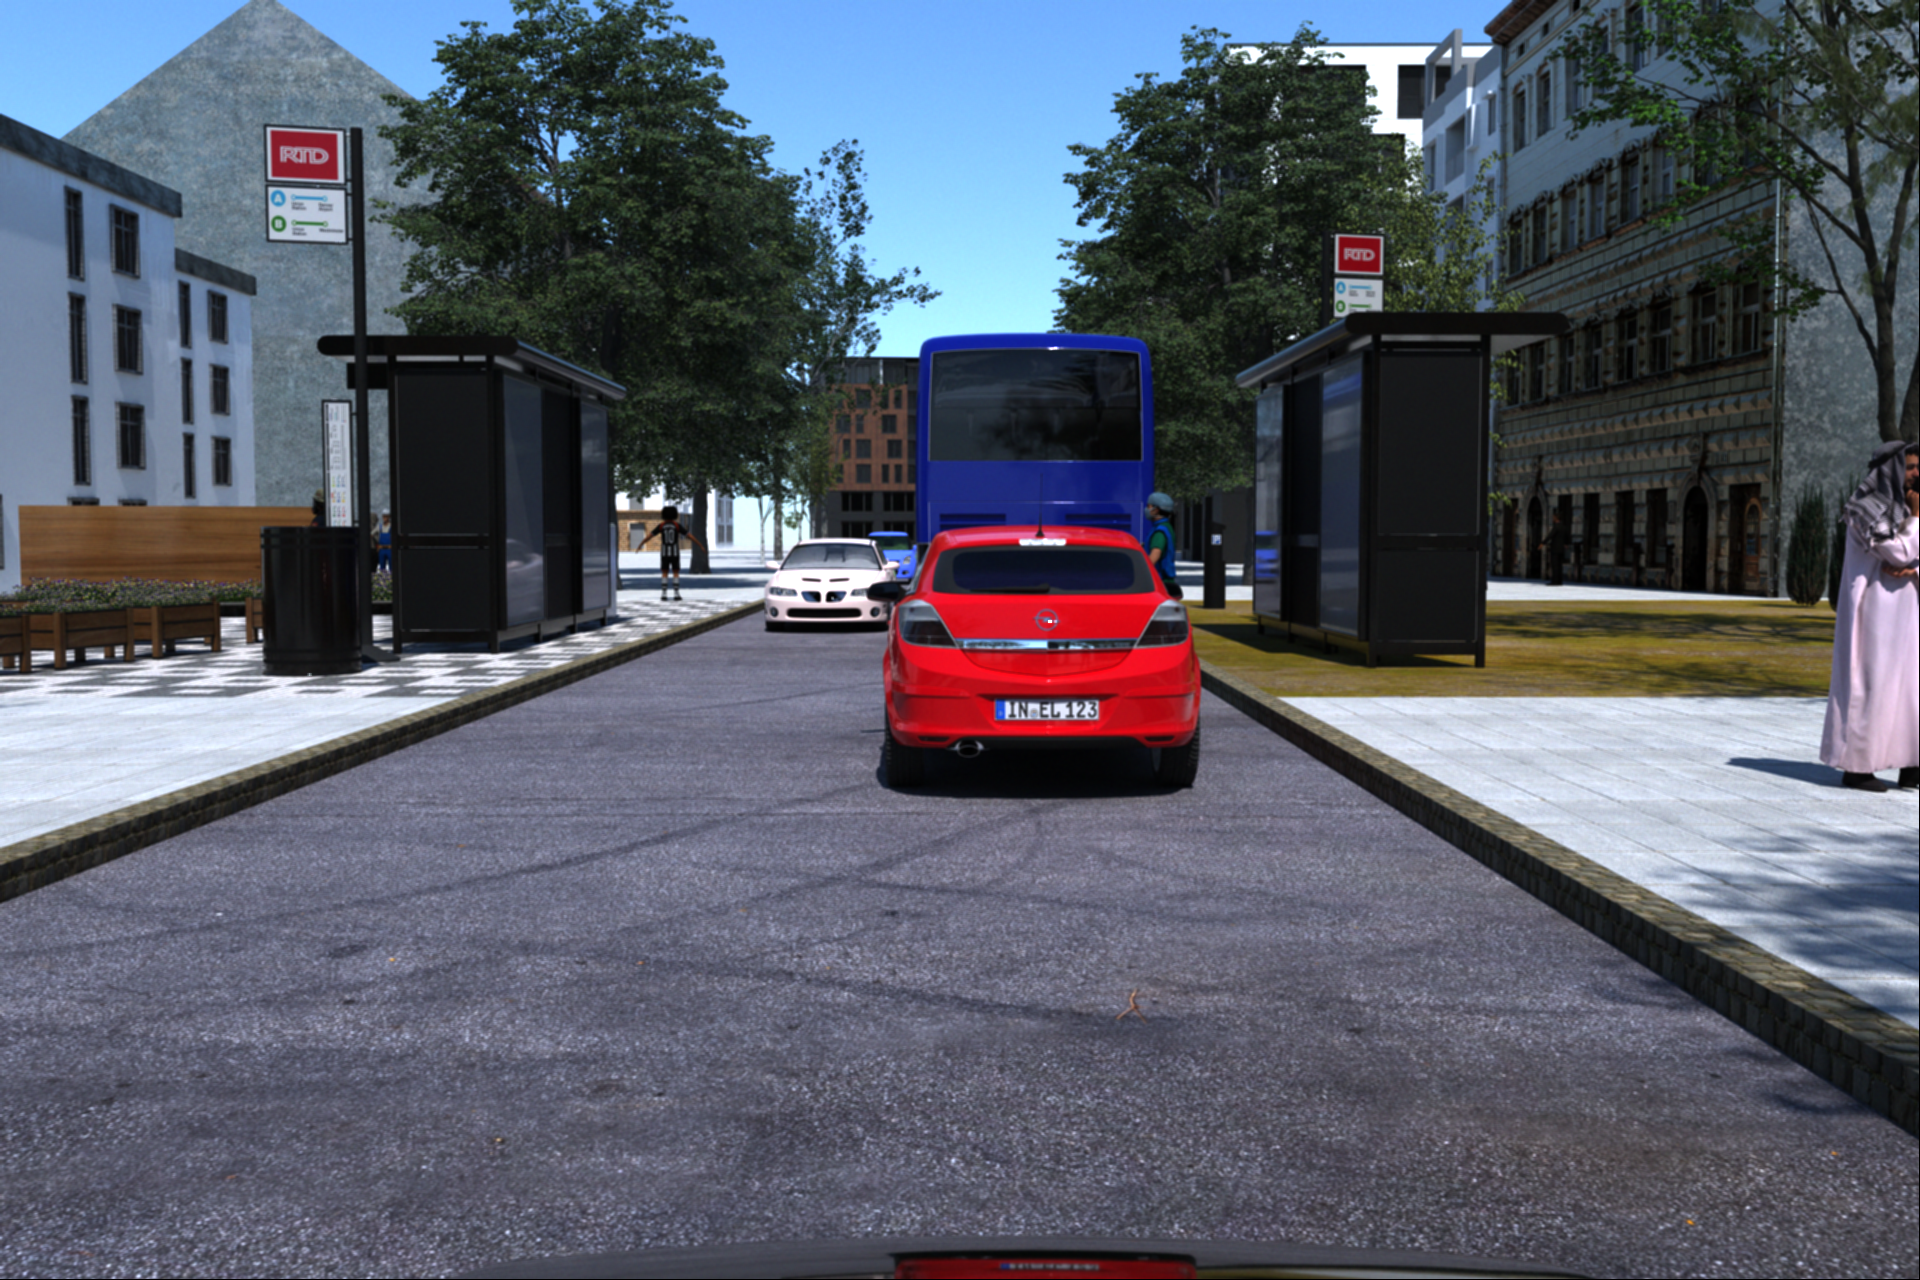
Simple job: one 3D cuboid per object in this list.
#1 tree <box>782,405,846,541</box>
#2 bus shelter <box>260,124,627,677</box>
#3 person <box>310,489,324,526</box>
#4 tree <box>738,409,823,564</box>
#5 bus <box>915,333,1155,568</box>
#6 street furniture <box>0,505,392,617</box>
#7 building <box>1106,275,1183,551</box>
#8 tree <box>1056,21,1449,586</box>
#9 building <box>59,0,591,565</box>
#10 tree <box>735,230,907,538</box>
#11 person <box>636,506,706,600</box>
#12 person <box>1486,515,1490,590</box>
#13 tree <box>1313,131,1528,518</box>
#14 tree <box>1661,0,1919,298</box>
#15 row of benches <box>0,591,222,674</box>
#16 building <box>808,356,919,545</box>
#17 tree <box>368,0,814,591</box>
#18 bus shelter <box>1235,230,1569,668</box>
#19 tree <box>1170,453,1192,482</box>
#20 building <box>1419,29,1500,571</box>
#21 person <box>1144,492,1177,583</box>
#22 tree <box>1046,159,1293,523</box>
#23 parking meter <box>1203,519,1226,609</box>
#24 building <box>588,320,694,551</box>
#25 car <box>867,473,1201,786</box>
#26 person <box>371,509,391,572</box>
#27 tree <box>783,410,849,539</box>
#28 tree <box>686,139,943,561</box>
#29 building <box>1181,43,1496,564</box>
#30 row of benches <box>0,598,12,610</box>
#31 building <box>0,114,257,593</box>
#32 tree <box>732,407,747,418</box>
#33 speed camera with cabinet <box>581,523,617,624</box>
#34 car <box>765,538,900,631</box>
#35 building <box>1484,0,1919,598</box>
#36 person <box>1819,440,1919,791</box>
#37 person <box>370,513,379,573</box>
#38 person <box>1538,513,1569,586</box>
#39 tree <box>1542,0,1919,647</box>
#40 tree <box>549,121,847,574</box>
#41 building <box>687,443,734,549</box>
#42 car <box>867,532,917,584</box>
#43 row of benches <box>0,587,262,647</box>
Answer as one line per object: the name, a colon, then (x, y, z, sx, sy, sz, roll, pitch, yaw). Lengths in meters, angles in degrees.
tree: (-8.774, -8.715, 92.857, 4.360, 8.622, 3.978, 0, 3, 0)
bus shelter: (-5.726, -2.577, 19.772, 2.179, 5.291, 8.768, 0, 3, 0)
person: (-8.075, -0.990, 21.963, 0.705, 1.856, 1.354, 1, 4, 14)
tree: (-8.534, -7.504, 73.045, 4.360, 8.622, 3.978, 0, 3, 0)
bus: (0.739, -2.002, 24.286, 2.896, 3.916, 12.251, 0, 4, -1)
street furniture: (-11.682, -1.349, 28.911, 11.010, 1.723, 9.812, -1, 4, -18)
building: (25.749, -18.350, 143.997, 27.936, 21.610, 32.646, 0, 4, 0)
tree: (7.196, -8.303, 42.417, 9.857, 13.997, 8.962, 0, 3, 0)
building: (-28.277, -15.224, 79.845, 19.493, 23.208, 18.063, 0, 4, 0)
tree: (-9.593, -15.572, 110.493, 12.611, 20.169, 13.585, 0, 3, 0)
person: (-5.607, -1.676, 33.544, 1.345, 1.843, 0.704, 0, 4, -3)
person: (11.450, -1.927, 38.235, 0.721, 1.740, 1.216, 1, 4, 18)
tree: (8.585, -4.965, 31.547, 4.737, 8.622, 4.395, 0, 3, 0)
tree: (7.422, -3.759, 11.816, 4.360, 8.622, 3.978, 0, 3, 0)
row of benches: (-8.649, -0.090, 16.936, 1.422, 0.672, 4.104, 1, 4, 11)
building: (-1.575, -22.225, 209.816, 32.646, 21.610, 27.936, 0, 4, -7)
tree: (-8.137, -8.097, 39.034, 9.857, 13.997, 8.962, 0, 3, 0)
bus shelter: (4.640, -2.633, 20.681, 2.179, 5.291, 8.768, 0, 4, -1)
tree: (6.508, -8.376, 71.361, 8.767, 10.594, 7.601, 0, 4, 3)
building: (23.079, -12.848, 66.481, 16.016, 20.090, 11.380, 0, 4, 0)
person: (1.811, -0.456, 16.044, 0.704, 1.817, 1.347, 1, 4, 16)
tree: (7.024, -9.403, 60.390, 9.857, 13.997, 8.962, 0, 3, 0)
parking meter: (4.383, -1.308, 29.801, 0.372, 1.533, 0.369, 0, 3, 0)
building: (-27.321, -16.879, 132.385, 16.016, 20.090, 11.380, 0, 4, 1)
car: (0.445, -0.139, 11.319, 2.155, 1.783, 4.494, 0, 4, 0)
person: (-12.876, -2.021, 38.895, 1.347, 1.847, 0.705, 0, 4, 1)
tree: (-8.425, -9.106, 99.249, 4.737, 8.622, 4.395, 0, 3, 0)
tree: (-7.548, -13.867, 82.609, 12.611, 20.169, 13.585, 0, 3, 0)
building: (25.083, -14.971, 88.757, 27.936, 21.610, 32.646, 0, 4, 0)
row of benches: (-10.510, -0.055, 16.360, 1.422, 0.672, 4.104, 1, 4, 9)
building: (-23.690, -6.154, 42.764, 9.099, 9.664, 28.070, 0, 4, 0)
tree: (-29.299, -21.425, 206.193, 12.611, 20.169, 13.585, 0, 3, 0)
speed camera with cabinet: (-5.549, -1.905, 25.490, 0.660, 3.252, 2.038, 0, 4, 0)
car: (-1.959, -0.908, 27.208, 2.083, 1.381, 4.827, 0, 3, 0)
building: (25.458, -12.973, 43.044, 19.493, 23.208, 18.063, 0, 4, 0)
person: (4.645, -0.118, 8.641, 0.621, 1.740, 0.551, 3, 5, 41)
person: (-14.620, -2.271, 43.258, 0.705, 1.813, 1.348, -2, 4, -31)
person: (14.770, -2.245, 42.924, 1.346, 1.802, 0.704, -3, 5, -42)
tree: (10.442, -5.702, 18.992, 9.928, 11.665, 9.643, 0, 3, 0)
tree: (-8.303, -9.084, 55.186, 9.857, 13.997, 8.962, 0, 3, 0)
building: (-25.808, -13.541, 163.534, 9.099, 9.664, 28.070, 0, 4, -1)
car: (-2.080, -2.492, 50.339, 1.945, 1.707, 3.694, 0, 3, 0)
row of benches: (-9.168, -0.288, 20.168, 4.104, 0.672, 1.422, -1, 4, -16)
